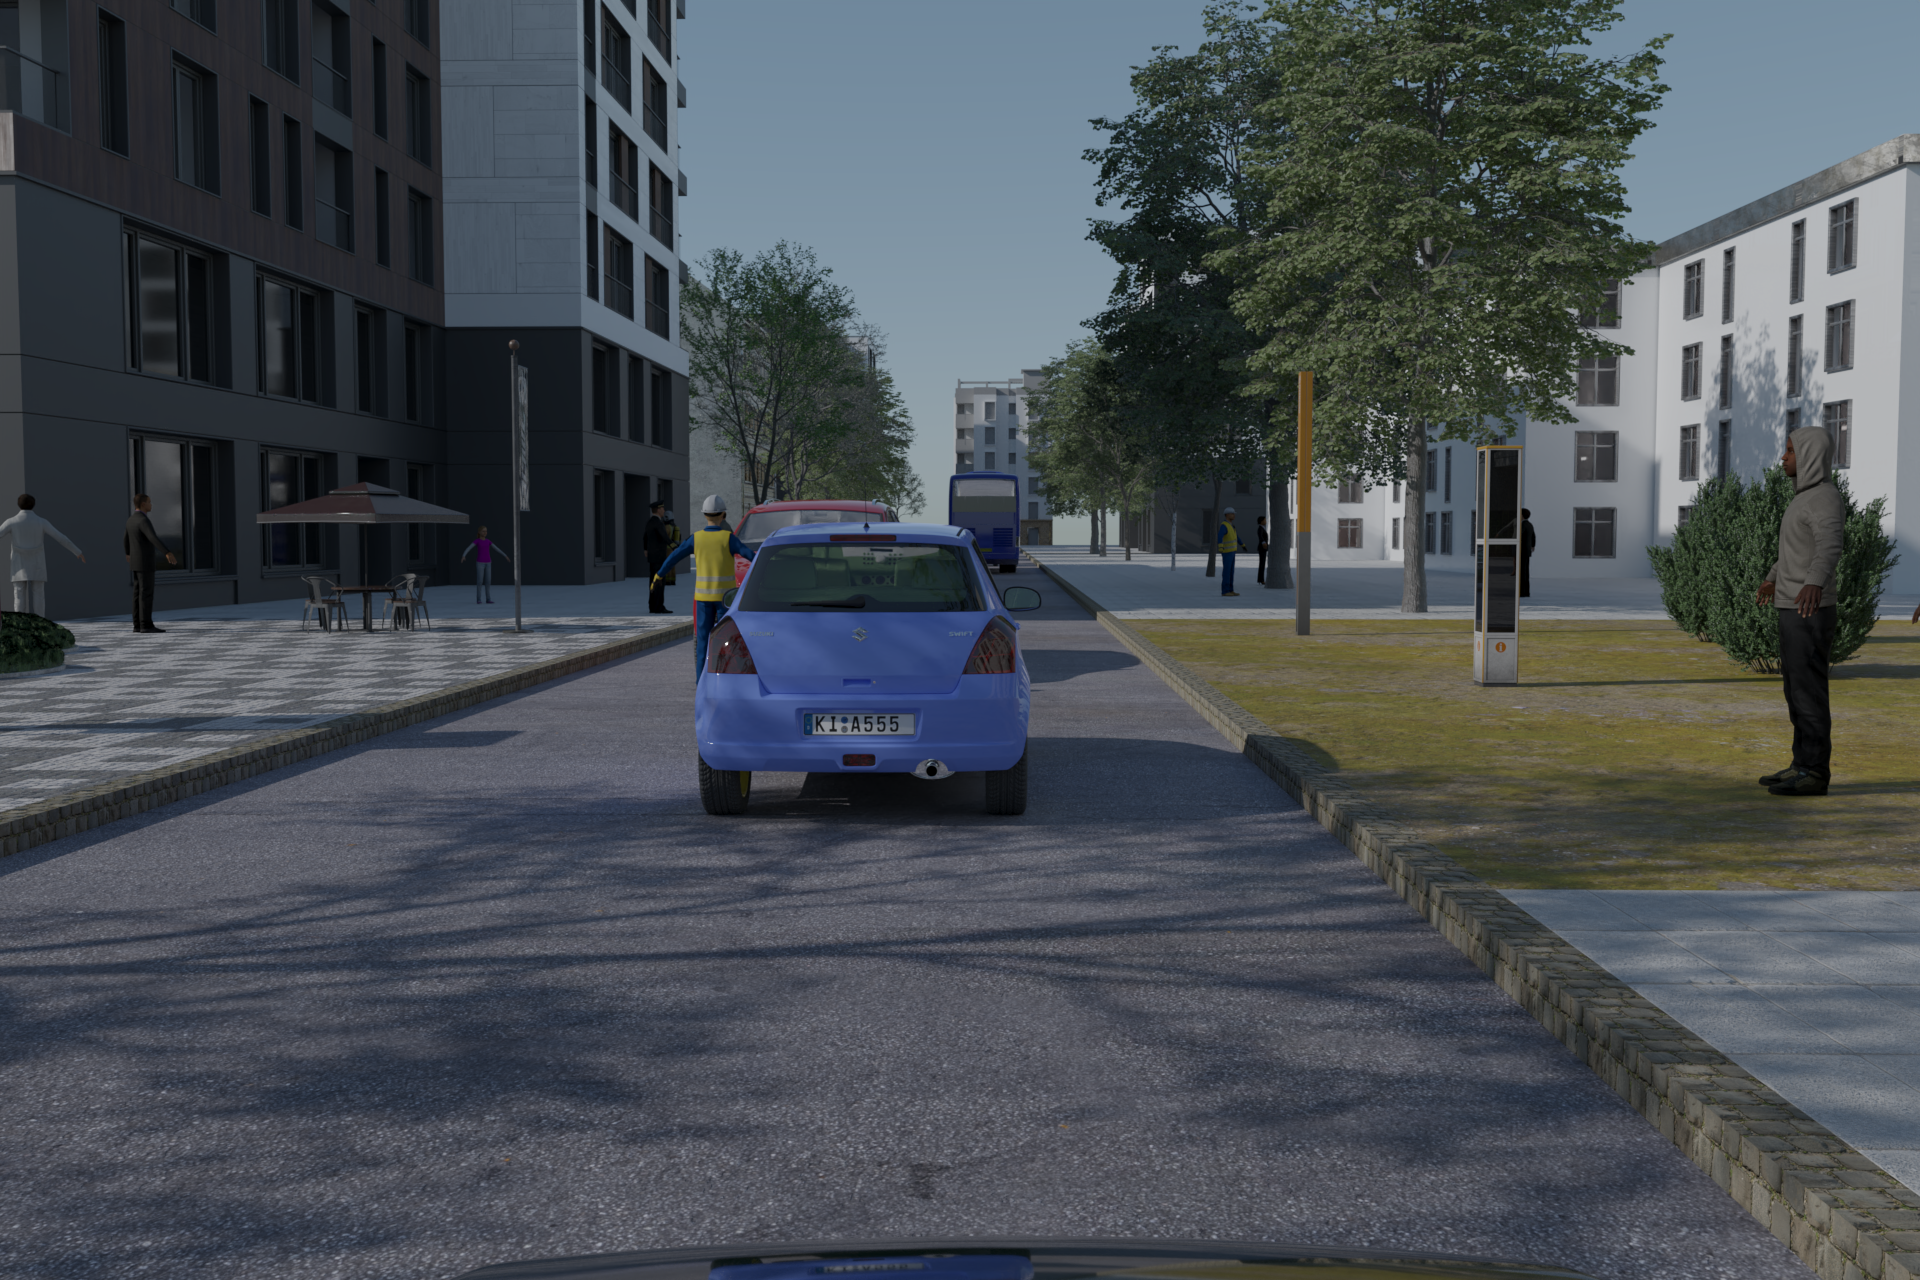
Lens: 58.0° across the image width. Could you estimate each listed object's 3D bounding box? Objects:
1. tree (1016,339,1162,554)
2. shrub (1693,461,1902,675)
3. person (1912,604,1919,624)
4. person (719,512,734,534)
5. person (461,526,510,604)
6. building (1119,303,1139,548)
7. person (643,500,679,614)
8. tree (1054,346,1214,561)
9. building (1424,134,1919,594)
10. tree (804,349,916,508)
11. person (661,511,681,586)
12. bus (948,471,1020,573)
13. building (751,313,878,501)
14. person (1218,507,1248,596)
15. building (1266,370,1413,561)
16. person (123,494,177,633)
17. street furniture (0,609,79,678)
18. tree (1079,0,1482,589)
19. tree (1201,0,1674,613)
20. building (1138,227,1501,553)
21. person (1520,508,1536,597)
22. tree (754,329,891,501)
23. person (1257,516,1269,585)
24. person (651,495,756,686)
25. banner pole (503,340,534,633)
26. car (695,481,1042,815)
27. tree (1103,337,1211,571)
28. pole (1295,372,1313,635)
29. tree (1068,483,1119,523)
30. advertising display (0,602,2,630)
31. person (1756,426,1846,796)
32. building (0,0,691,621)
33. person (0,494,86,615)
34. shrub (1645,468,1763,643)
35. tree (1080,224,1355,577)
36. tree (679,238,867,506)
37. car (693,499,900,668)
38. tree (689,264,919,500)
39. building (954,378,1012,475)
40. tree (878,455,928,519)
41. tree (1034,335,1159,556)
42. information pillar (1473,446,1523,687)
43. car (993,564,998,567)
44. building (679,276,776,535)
[{"bbox_3d":[8.527,-12.475,110.622,9.857,13.997,8.962,0,3,0],"label":"tree"},{"bbox_3d":[7.641,-0.722,15.851,1.661,2.075,1.752,0,3,0],"label":"shrub"},{"bbox_3d":[4.706,-0.062,7.163,1.345,1.843,0.704,1,4,15],"label":"person"},{"bbox_3d":[-5.140,-1.898,37.308,0.705,1.796,1.348,2,4,27],"label":"person"},{"bbox_3d":[-8.702,-1.375,31.743,0.599,1.433,0.991,3,5,44],"label":"person"},{"bbox_3d":[29.427,-19.907,169.453,27.936,21.610,32.646,0,4,2],"label":"building"},{"bbox_3d":[-4.861,-1.349,27.988,0.705,1.837,1.347,-2,4,-33],"label":"person"},{"bbox_3d":[8.258,-9.132,83.713,8.767,10.594,7.601,1,4,18],"label":"tree"},{"bbox_3d":[20.967,-6.627,50.501,9.099,9.664,28.070,0,4,2],"label":"building"},{"bbox_3d":[-6.438,-11.536,106.740,7.486,12.596,7.792,0,3,0],"label":"tree"},{"bbox_3d":[-7.264,-2.283,43.101,0.705,1.858,1.354,1,4,22],"label":"person"},{"bbox_3d":[0.966,-4.607,66.875,2.896,3.916,12.251,0,4,1],"label":"bus"},{"bbox_3d":[-23.454,-20.351,176.709,27.936,21.610,32.646,0,4,1],"label":"building"},{"bbox_3d":[5.583,-1.823,35.783,0.705,1.833,1.349,2,4,32],"label":"person"},{"bbox_3d":[21.707,-8.777,85.646,9.099,9.664,28.070,0,4,1],"label":"building"},{"bbox_3d":[-10.569,-0.994,22.474,1.346,1.802,0.704,3,5,42],"label":"person"},{"bbox_3d":[-12.168,0.038,15.013,5.734,0.657,10.072,2,4,34],"label":"street furniture"},{"bbox_3d":[7.421,-8.179,40.389,9.857,13.997,8.962,0,3,0],"label":"tree"},{"bbox_3d":[7.716,-6.701,27.692,7.486,12.596,7.792,0,3,0],"label":"tree"},{"bbox_3d":[27.388,-17.599,131.713,27.936,21.610,32.646,0,4,2],"label":"building"},{"bbox_3d":[11.410,-1.772,35.157,0.705,1.806,1.347,3,5,42],"label":"person"},{"bbox_3d":[-7.554,-10.737,93.675,7.486,12.596,7.792,0,3,0],"label":"tree"},{"bbox_3d":[7.741,-2.274,43.895,0.721,1.740,1.216,1,4,13],"label":"person"},{"bbox_3d":[-2.131,-0.385,15.220,1.216,1.772,0.721,0,4,6],"label":"person"},{"bbox_3d":[-5.745,-1.997,22.666,0.401,3.779,0.863,0,4,1],"label":"banner pole"},{"bbox_3d":[-0.478,-0.034,10.142,1.945,1.707,3.694,0,3,0],"label":"car"},{"bbox_3d":[7.559,-6.707,60.019,4.360,8.622,3.978,0,3,0],"label":"tree"},{"bbox_3d":[4.349,-1.715,21.878,0.158,3.312,0.155,0,3,0],"label":"pole"},{"bbox_3d":[16.583,-17.900,203.042,12.009,13.543,11.850,0,3,0],"label":"tree"},{"bbox_3d":[-6.596,-0.371,11.286,0.123,1.923,0.974,0,4,2],"label":"advertising display"},{"bbox_3d":[4.176,-0.151,8.605,0.705,1.813,1.348,1,4,17],"label":"person"},{"bbox_3d":[-23.328,-12.037,40.774,27.936,21.610,32.646,0,4,2],"label":"building"},{"bbox_3d":[-12.213,-1.010,22.702,1.347,1.806,0.705,-2,4,-28],"label":"person"},{"bbox_3d":[9.104,-1.012,20.585,1.661,2.075,1.752,0,3,0],"label":"shrub"},{"bbox_3d":[7.620,-7.150,51.322,8.767,10.594,7.601,-1,4,-21],"label":"tree"},{"bbox_3d":[-7.182,-8.332,61.990,9.928,11.665,9.643,0,3,0],"label":"tree"},{"bbox_3d":[-1.493,-0.600,18.490,2.281,1.827,5.304,0,4,2],"label":"car"},{"bbox_3d":[-7.533,-10.333,79.319,12.009,13.543,11.850,0,3,0],"label":"tree"},{"bbox_3d":[-0.422,-21.075,203.453,11.380,20.090,16.016,0,4,6],"label":"building"},{"bbox_3d":[-7.179,-16.423,202.930,7.601,10.594,8.767,0,4,3],"label":"tree"},{"bbox_3d":[7.948,-11.095,99.525,7.486,12.596,7.792,0,3,0],"label":"tree"},{"bbox_3d":[4.524,-0.617,14.575,0.304,2.012,0.304,0,4,2],"label":"information pillar"},{"bbox_3d":[0.862,-4.137,77.862,2.015,1.641,3.980,0,4,1],"label":"car"},{"bbox_3d":[-24.250,-18.282,129.836,19.493,23.208,18.063,0,4,1],"label":"building"}]
